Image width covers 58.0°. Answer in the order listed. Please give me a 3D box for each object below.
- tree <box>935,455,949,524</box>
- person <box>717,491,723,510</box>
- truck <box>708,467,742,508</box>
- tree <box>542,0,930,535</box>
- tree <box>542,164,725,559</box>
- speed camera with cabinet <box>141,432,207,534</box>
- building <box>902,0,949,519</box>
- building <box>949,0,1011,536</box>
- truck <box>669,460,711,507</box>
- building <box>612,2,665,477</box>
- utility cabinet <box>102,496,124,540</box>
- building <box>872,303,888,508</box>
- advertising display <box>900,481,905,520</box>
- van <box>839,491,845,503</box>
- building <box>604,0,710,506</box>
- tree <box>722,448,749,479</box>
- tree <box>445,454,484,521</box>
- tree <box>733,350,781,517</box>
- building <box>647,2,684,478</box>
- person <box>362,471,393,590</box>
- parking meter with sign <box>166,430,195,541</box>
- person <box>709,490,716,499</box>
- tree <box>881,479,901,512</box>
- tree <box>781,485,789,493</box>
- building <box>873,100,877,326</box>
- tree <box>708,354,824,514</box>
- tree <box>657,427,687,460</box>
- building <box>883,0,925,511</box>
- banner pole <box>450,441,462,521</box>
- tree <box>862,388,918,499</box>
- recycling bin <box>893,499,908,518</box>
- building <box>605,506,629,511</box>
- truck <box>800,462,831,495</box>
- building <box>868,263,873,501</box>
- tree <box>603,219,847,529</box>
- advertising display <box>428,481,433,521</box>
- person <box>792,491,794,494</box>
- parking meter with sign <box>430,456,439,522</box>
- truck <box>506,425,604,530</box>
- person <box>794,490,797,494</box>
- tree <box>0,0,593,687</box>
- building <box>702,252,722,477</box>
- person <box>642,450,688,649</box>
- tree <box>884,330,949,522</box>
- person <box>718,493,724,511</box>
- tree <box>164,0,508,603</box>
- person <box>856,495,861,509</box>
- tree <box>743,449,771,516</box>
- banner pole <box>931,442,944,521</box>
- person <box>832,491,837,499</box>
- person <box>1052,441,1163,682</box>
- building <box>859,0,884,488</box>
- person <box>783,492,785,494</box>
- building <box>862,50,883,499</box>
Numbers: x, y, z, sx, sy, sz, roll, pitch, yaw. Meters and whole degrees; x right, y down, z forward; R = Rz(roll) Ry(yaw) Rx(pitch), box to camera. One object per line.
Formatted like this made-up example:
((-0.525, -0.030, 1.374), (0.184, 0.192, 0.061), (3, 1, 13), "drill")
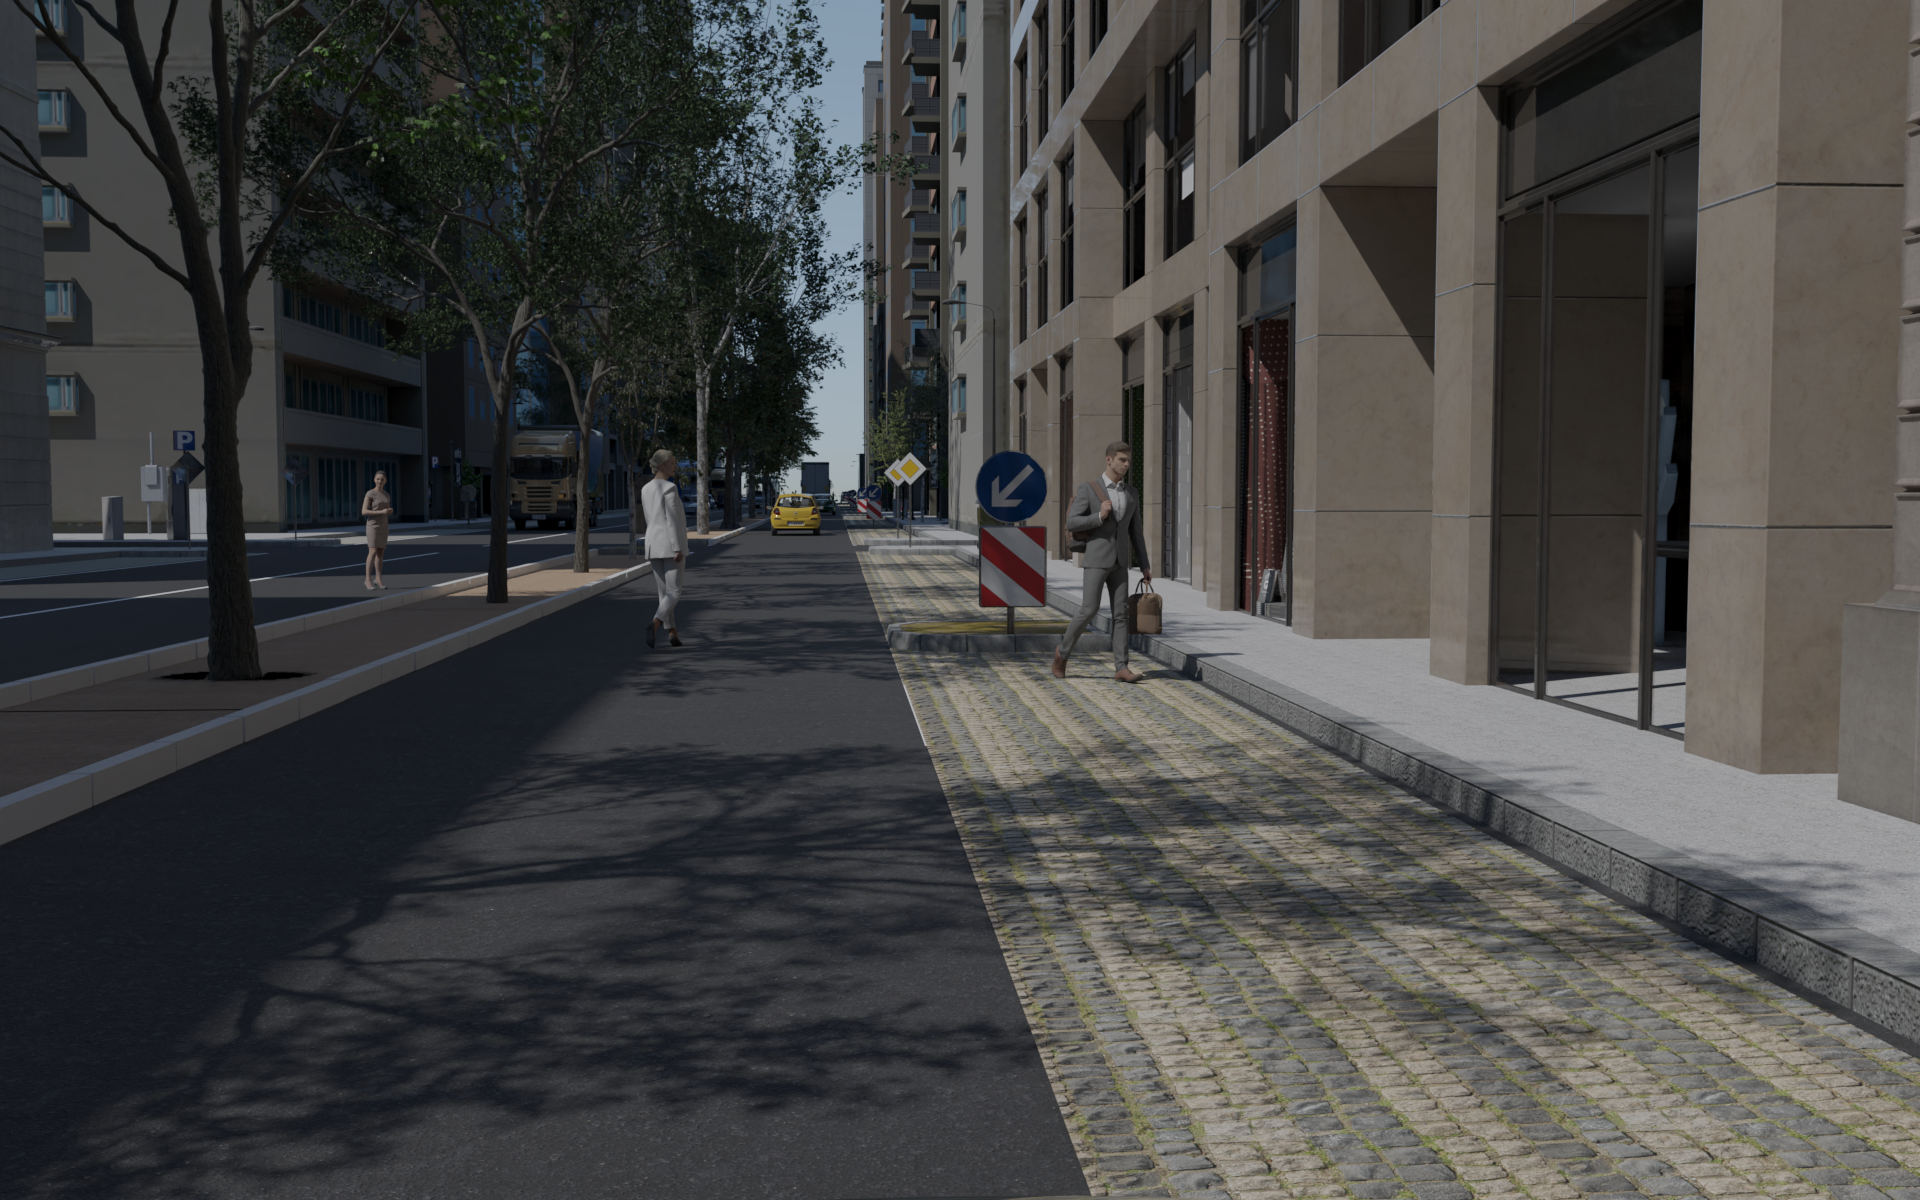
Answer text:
((-0.199, -4.913, 74.929), (1.663, 3.219, 1.824), (0, 3, 0), "tree")
((-21.215, -8.801, 153.313), (0.541, 1.710, 0.530), (-1, 4, -21), "person")
((-24.390, -11.706, 180.302), (2.839, 4.237, 11.283), (0, 4, -3), "truck")
((-7.728, -12.293, 59.339), (12.611, 20.169, 13.585), (0, 3, 0), "tree")
((-7.157, -5.182, 37.553), (4.360, 8.622, 3.978), (0, 3, 0), "tree")
((-25.106, -3.744, 55.556), (2.038, 3.252, 0.660), (0, 4, -5), "speed camera with cabinet")
((8.002, -27.135, 98.289), (22.147, 44.769, 28.867), (0, 4, -4), "building")
((10.365, -26.710, 60.417), (21.600, 48.544, 21.300), (0, 4, -4), "building")
((-22.210, -9.361, 142.812), (2.967, 4.110, 18.799), (0, 4, -6), "truck")
((-44.812, -35.943, 176.905), (28.713, 52.752, 27.495), (0, 4, -4), "building")
((-23.716, -2.282, 48.472), (0.306, 1.237, 1.020), (-3, 5, -41), "utility cabinet")
((5.430, -20.008, 172.174), (27.650, 21.520, 28.899), (0, 4, -4), "building")
((-2.866, -4.958, 86.283), (0.123, 1.923, 0.974), (0, 4, -7), "advertising display")
((-17.558, -15.826, 265.769), (2.013, 2.044, 4.112), (0, 4, -5), "van")
((-45.956, -49.406, 246.034), (20.563, 71.187, 20.611), (0, 4, -4), "building")
((-37.704, -22.759, 282.477), (12.009, 13.543, 11.850), (0, 3, 0), "tree")
((-23.856, -5.476, 84.134), (1.663, 3.219, 1.824), (0, 3, 0), "tree")
((-10.235, -7.645, 77.820), (4.360, 8.622, 3.978), (0, 3, 0), "tree")
((-44.997, -55.438, 219.090), (22.319, 86.520, 31.000), (0, 4, -4), "building")
((-8.749, -1.054, 26.074), (0.374, 1.781, 0.599), (2, 4, 28), "person")
((-21.771, -3.179, 48.237), (0.543, 3.016, 1.738), (-3, 4, -37), "parking meter with sign")
((-24.823, -10.071, 172.797), (0.705, 1.869, 1.348), (2, 4, 26), "person")
((-4.928, -8.123, 127.405), (1.663, 3.219, 1.824), (0, 3, 0), "tree")
((-12.309, -9.513, 108.356), (4.360, 8.622, 3.978), (0, 3, 0), "tree")
((-2.578, -33.190, 192.760), (14.600, 45.320, 14.200), (0, 4, -4), "building")
((-13.334, -12.235, 120.624), (7.486, 12.596, 7.792), (0, 3, 0), "tree")
((-31.744, -17.133, 198.256), (7.486, 12.596, 7.792), (0, 3, 0), "tree")
((0.542, -30.529, 149.259), (14.600, 45.320, 14.200), (0, 4, -4), "building")
((-23.881, -5.628, 82.031), (0.401, 3.779, 0.863), (2, 4, 31), "banner pole")
((-4.577, -10.331, 119.280), (4.737, 8.622, 4.395), (0, 3, 0), "tree")
((-3.273, -5.050, 95.118), (0.722, 1.027, 0.722), (-1, 4, -13), "recycling bin")
((-39.133, -43.678, 152.386), (20.563, 71.187, 20.611), (0, 4, -4), "building")
((-13.034, -10.232, 156.209), (2.839, 4.237, 11.283), (0, 4, -5), "truck")
((-4.539, -27.250, 217.235), (14.160, 30.474, 14.107), (0, 4, -4), "building")
((-9.438, -9.248, 70.662), (9.611, 12.733, 9.660), (0, 3, 0), "tree")
((-25.976, -4.804, 83.758), (0.974, 1.923, 0.123), (1, 4, 12), "advertising display")
((-19.358, -11.640, 199.531), (0.721, 1.743, 1.217), (3, 5, 39), "person")
((-25.069, -5.142, 80.336), (1.738, 3.016, 0.543), (1, 4, 18), "parking meter with sign")
((-16.902, -5.128, 72.759), (2.839, 4.237, 11.283), (0, 4, -5), "truck")
((-17.408, -10.770, 184.456), (0.599, 1.838, 0.709), (0, 4, -1), "person")
((-5.722, -5.194, 13.141), (9.928, 11.665, 9.643), (0, 3, 0), "tree")
((-43.982, -37.583, 264.584), (14.600, 45.320, 14.200), (0, 4, -4), "building")
((-2.759, -0.466, 15.996), (0.514, 1.842, 0.818), (1, 4, 23), "person")
((-1.670, -7.837, 78.501), (4.360, 8.622, 3.978), (0, 3, 0), "tree")
((-19.065, -8.100, 141.020), (1.350, 1.814, 0.705), (0, 4, 7), "person")
((-6.059, -5.208, 22.020), (8.767, 10.594, 7.601), (0, 4, -4), "tree")
((-8.950, -8.845, 153.667), (0.990, 1.755, 0.434), (-2, 4, -28), "person")
((-12.739, -9.880, 114.358), (4.737, 8.622, 4.395), (0, 3, 0), "tree")
((-1.124, -5.736, 83.805), (0.863, 3.779, 0.401), (3, 5, 43), "banner pole")
((-19.065, -15.435, 260.877), (0.705, 1.823, 1.348), (3, 5, 44), "person")
((1.115, -0.290, 13.199), (0.622, 1.834, 0.822), (-3, 4, -37), "person")
((-4.388, -58.391, 267.359), (22.319, 86.520, 31.000), (0, 4, -4), "building")
((-19.919, -11.427, 196.256), (0.530, 1.710, 0.541), (1, 4, 12), "person")
((-2.770, -42.571, 238.027), (21.231, 58.520, 28.212), (0, 4, -4), "building")
